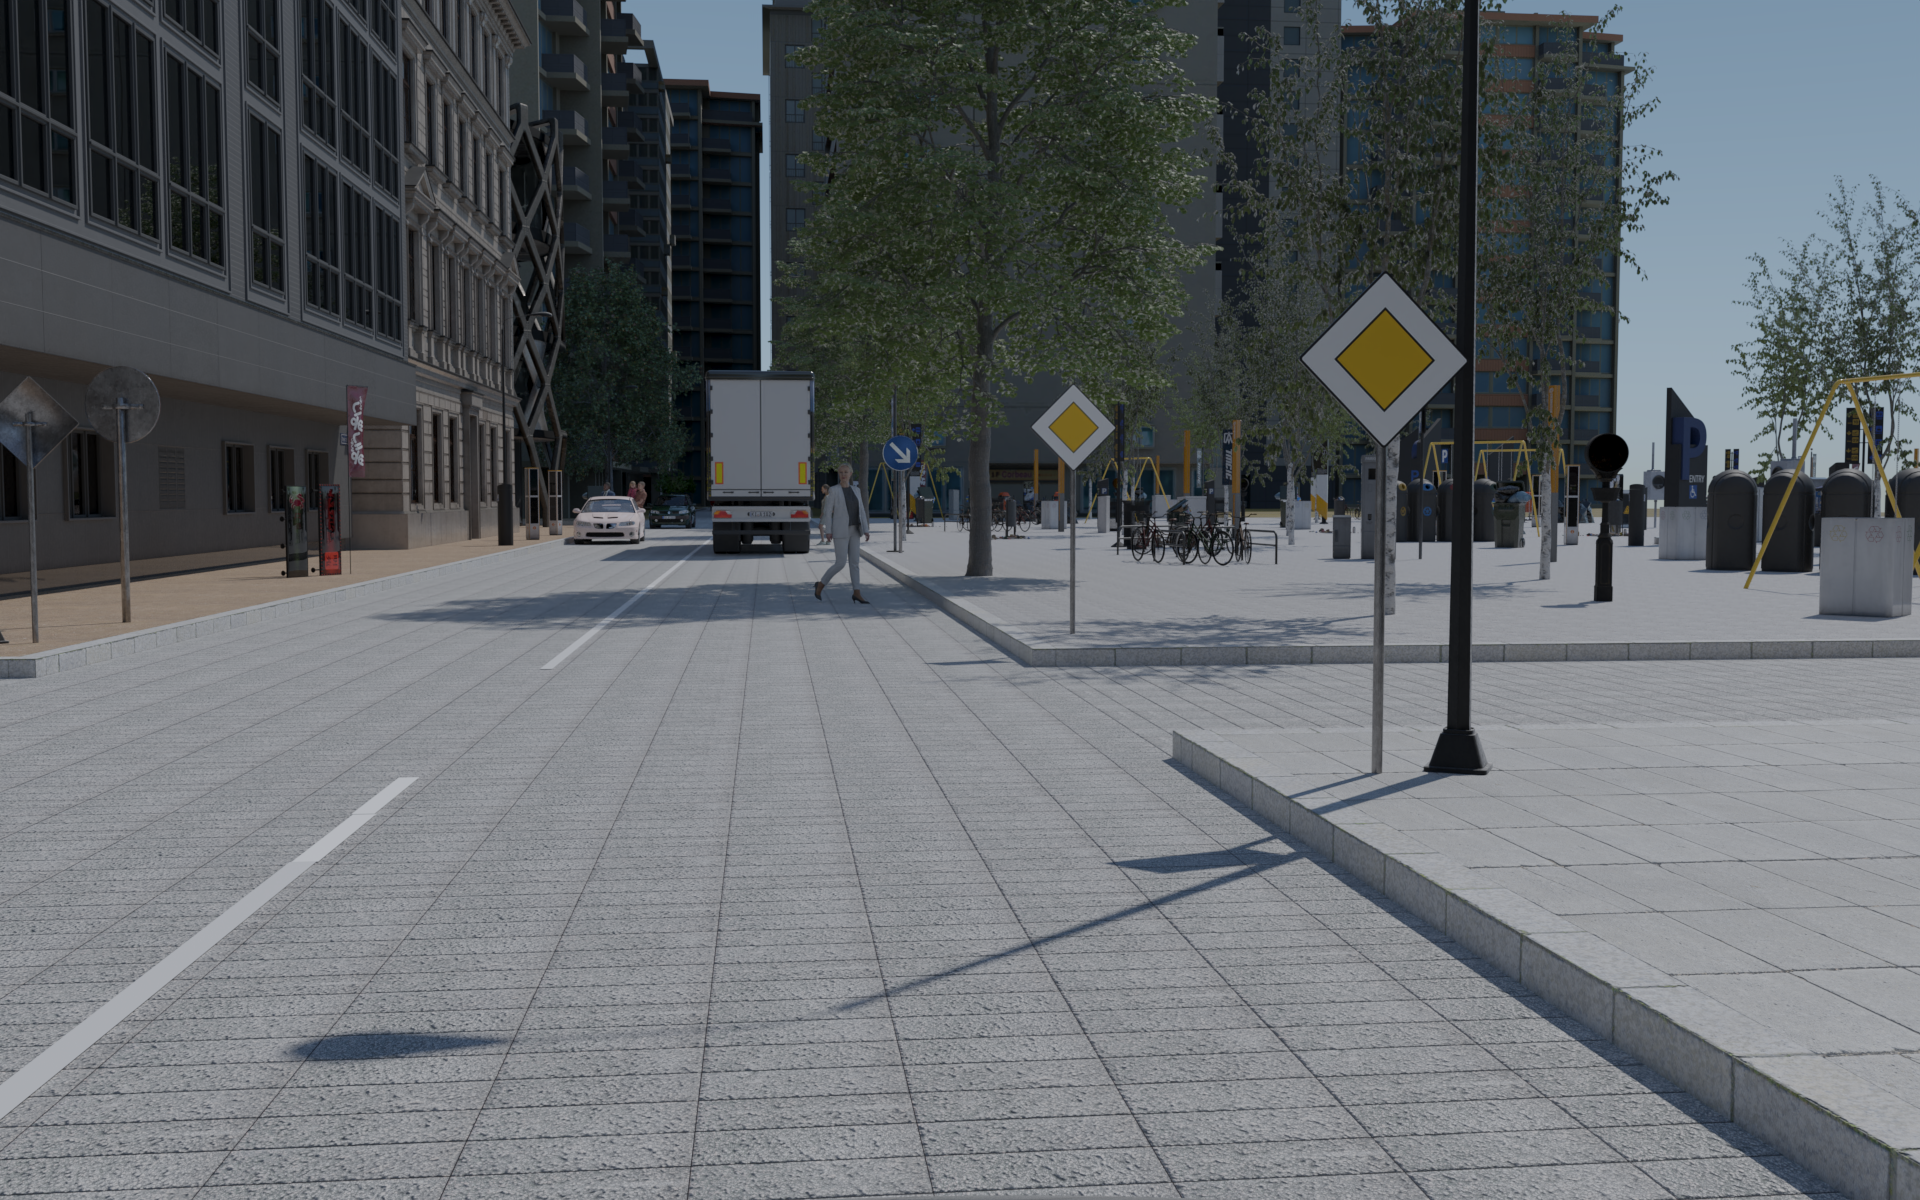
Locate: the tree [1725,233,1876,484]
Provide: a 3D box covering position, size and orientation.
[{"bbox_3d":[24.117,-6.096,50.037,4.737,8.622,4.395,0,3,0],"label":"tree"}]

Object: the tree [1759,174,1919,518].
[{"bbox_3d":[20.641,-5.427,39.094,4.360,8.622,3.978,0,3,0],"label":"tree"}]

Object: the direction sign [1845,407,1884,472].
[{"bbox_3d":[23.582,-3.256,45.231,0.876,3.537,0.379,2,4,27],"label":"direction sign"}]

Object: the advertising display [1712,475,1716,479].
[{"bbox_3d":[26.405,-3.329,59.639,0.974,1.923,0.123,0,4,5],"label":"advertising display"}]

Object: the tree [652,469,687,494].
[{"bbox_3d":[-20.471,-7.729,120.978,1.663,3.219,1.824,0,3,0],"label":"tree"}]

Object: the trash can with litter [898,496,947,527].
[{"bbox_3d":[-1.651,-3.479,67.934,1.678,1.210,2.233,-2,4,-32],"label":"trash can with litter"}]

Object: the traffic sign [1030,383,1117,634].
[{"bbox_3d":[1.029,-0.746,15.838,0.795,2.450,0.064,0,4,-6],"label":"traffic sign"}]

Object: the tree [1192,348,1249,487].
[{"bbox_3d":[12.406,-8.327,86.510,4.737,8.622,4.395,0,3,0],"label":"tree"}]

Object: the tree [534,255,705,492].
[{"bbox_3d":[-17.033,-10.189,83.591,9.611,12.733,9.660,0,3,0],"label":"tree"}]

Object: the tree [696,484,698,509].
[{"bbox_3d":[-23.893,-9.738,153.817,1.663,3.219,1.824,0,3,0],"label":"tree"}]

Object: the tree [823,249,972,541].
[{"bbox_3d":[-1.549,-5.906,46.933,4.737,8.622,4.395,0,3,0],"label":"tree"}]

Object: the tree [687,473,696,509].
[{"bbox_3d":[-21.808,-8.569,134.712,1.663,3.219,1.824,0,3,0],"label":"tree"}]

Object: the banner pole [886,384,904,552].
[{"bbox_3d":[-1.472,-2.963,38.455,0.401,3.779,0.863,-1,4,-9],"label":"banner pole"}]

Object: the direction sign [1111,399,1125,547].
[{"bbox_3d":[3.833,-3.042,41.732,0.379,3.537,0.876,-1,4,-9],"label":"direction sign"}]

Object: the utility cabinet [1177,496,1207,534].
[{"bbox_3d":[6.467,-2.277,48.383,0.306,1.237,1.020,3,5,42],"label":"utility cabinet"}]

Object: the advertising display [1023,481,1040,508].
[{"bbox_3d":[3.530,-4.925,85.734,0.974,1.923,0.123,3,5,42],"label":"advertising display"}]

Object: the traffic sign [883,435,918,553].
[{"bbox_3d":[-1.295,-2.295,37.631,0.768,2.556,0.104,0,4,-3],"label":"traffic sign"}]

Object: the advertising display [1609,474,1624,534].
[{"bbox_3d":[21.031,-3.078,55.532,0.123,1.923,0.974,0,4,2],"label":"advertising display"}]

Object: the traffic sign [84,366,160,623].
[{"bbox_3d":[-8.329,-1.047,17.230,0.768,2.556,0.104,0,4,3],"label":"traffic sign"}]

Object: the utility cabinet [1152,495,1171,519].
[{"bbox_3d":[10.544,-4.867,90.743,1.020,1.237,0.306,-2,4,-31],"label":"utility cabinet"}]

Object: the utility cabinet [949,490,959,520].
[{"bbox_3d":[-0.284,-4.685,85.283,0.318,1.500,1.173,-1,4,-11],"label":"utility cabinet"}]

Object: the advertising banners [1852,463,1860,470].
[{"bbox_3d":[49.324,-6.153,96.794,2.074,3.025,0.090,0,4,-7],"label":"advertising banners"}]

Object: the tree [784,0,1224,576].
[{"bbox_3d":[0.622,-6.665,27.105,7.486,12.596,7.792,0,3,0],"label":"tree"}]

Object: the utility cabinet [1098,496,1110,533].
[{"bbox_3d":[4.751,-2.822,57.299,0.306,1.237,1.020,1,4,11],"label":"utility cabinet"}]

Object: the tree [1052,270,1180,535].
[{"bbox_3d":[5.108,-6.354,54.244,4.360,8.622,3.978,0,3,0],"label":"tree"}]

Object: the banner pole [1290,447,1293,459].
[{"bbox_3d":[16.010,-5.728,83.663,0.401,3.779,0.863,0,4,0],"label":"banner pole"}]

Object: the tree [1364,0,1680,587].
[{"bbox_3d":[8.558,-4.614,25.797,4.360,8.622,3.978,0,3,0],"label":"tree"}]

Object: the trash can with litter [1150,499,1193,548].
[{"bbox_3d":[5.006,-1.842,41.509,1.055,1.170,0.624,0,4,-4],"label":"trash can with litter"}]

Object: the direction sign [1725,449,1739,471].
[{"bbox_3d":[38.614,-5.793,86.710,0.379,3.537,0.876,-1,4,-22],"label":"direction sign"}]

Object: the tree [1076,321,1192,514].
[{"bbox_3d":[6.655,-7.250,68.896,4.737,8.622,4.395,0,3,0],"label":"tree"}]

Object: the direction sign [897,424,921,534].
[{"bbox_3d":[-1.673,-3.898,55.729,0.876,3.537,0.379,-1,4,-16],"label":"direction sign"}]

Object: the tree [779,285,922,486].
[{"bbox_3d":[-4.865,-8.470,72.896,7.601,10.594,8.767,-1,4,-20],"label":"tree"}]

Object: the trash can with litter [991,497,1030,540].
[{"bbox_3d":[1.189,-2.348,49.442,1.678,1.210,2.233,2,4,27],"label":"trash can with litter"}]

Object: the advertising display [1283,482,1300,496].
[{"bbox_3d":[17.557,-5.299,91.849,0.123,1.923,0.974,-3,5,-45],"label":"advertising display"}]

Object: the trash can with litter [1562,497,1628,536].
[{"bbox_3d":[19.543,-2.558,52.882,2.233,1.210,1.678,1,4,12],"label":"trash can with litter"}]

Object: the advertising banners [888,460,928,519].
[{"bbox_3d":[-2.627,-5.637,88.359,2.074,3.025,0.090,-1,4,-15],"label":"advertising banners"}]

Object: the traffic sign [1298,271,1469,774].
[{"bbox_3d":[1.914,-0.260,7.901,0.795,2.450,0.064,0,4,-6],"label":"traffic sign"}]

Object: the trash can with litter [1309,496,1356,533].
[{"bbox_3d":[12.433,-2.833,57.385,1.678,1.210,2.233,-1,4,-22],"label":"trash can with litter"}]

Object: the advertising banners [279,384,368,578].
[{"bbox_3d":[-9.944,-1.897,27.211,0.090,3.025,2.074,1,4,19],"label":"advertising banners"}]

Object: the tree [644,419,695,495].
[{"bbox_3d":[-21.629,-10.742,125.995,4.737,8.622,4.395,0,3,0],"label":"tree"}]

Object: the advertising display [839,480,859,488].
[{"bbox_3d":[-5.128,-4.603,80.467,0.974,1.923,0.123,1,4,13],"label":"advertising display"}]

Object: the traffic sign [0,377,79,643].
[{"bbox_3d":[-7.962,-0.686,14.859,0.795,2.450,0.064,0,4,-6],"label":"traffic sign"}]

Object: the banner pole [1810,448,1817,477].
[{"bbox_3d":[46.462,-6.383,94.385,0.863,3.779,0.401,-3,5,-40],"label":"banner pole"}]

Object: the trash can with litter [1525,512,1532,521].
[{"bbox_3d":[27.297,-4.431,83.509,2.233,1.210,1.678,-2,4,-32],"label":"trash can with litter"}]

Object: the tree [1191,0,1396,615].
[{"bbox_3d":[4.562,-4.165,18.463,4.360,8.622,3.978,0,3,0],"label":"tree"}]

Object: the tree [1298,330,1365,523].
[{"bbox_3d":[16.092,-7.730,76.748,4.737,8.622,4.395,0,3,0],"label":"tree"}]
